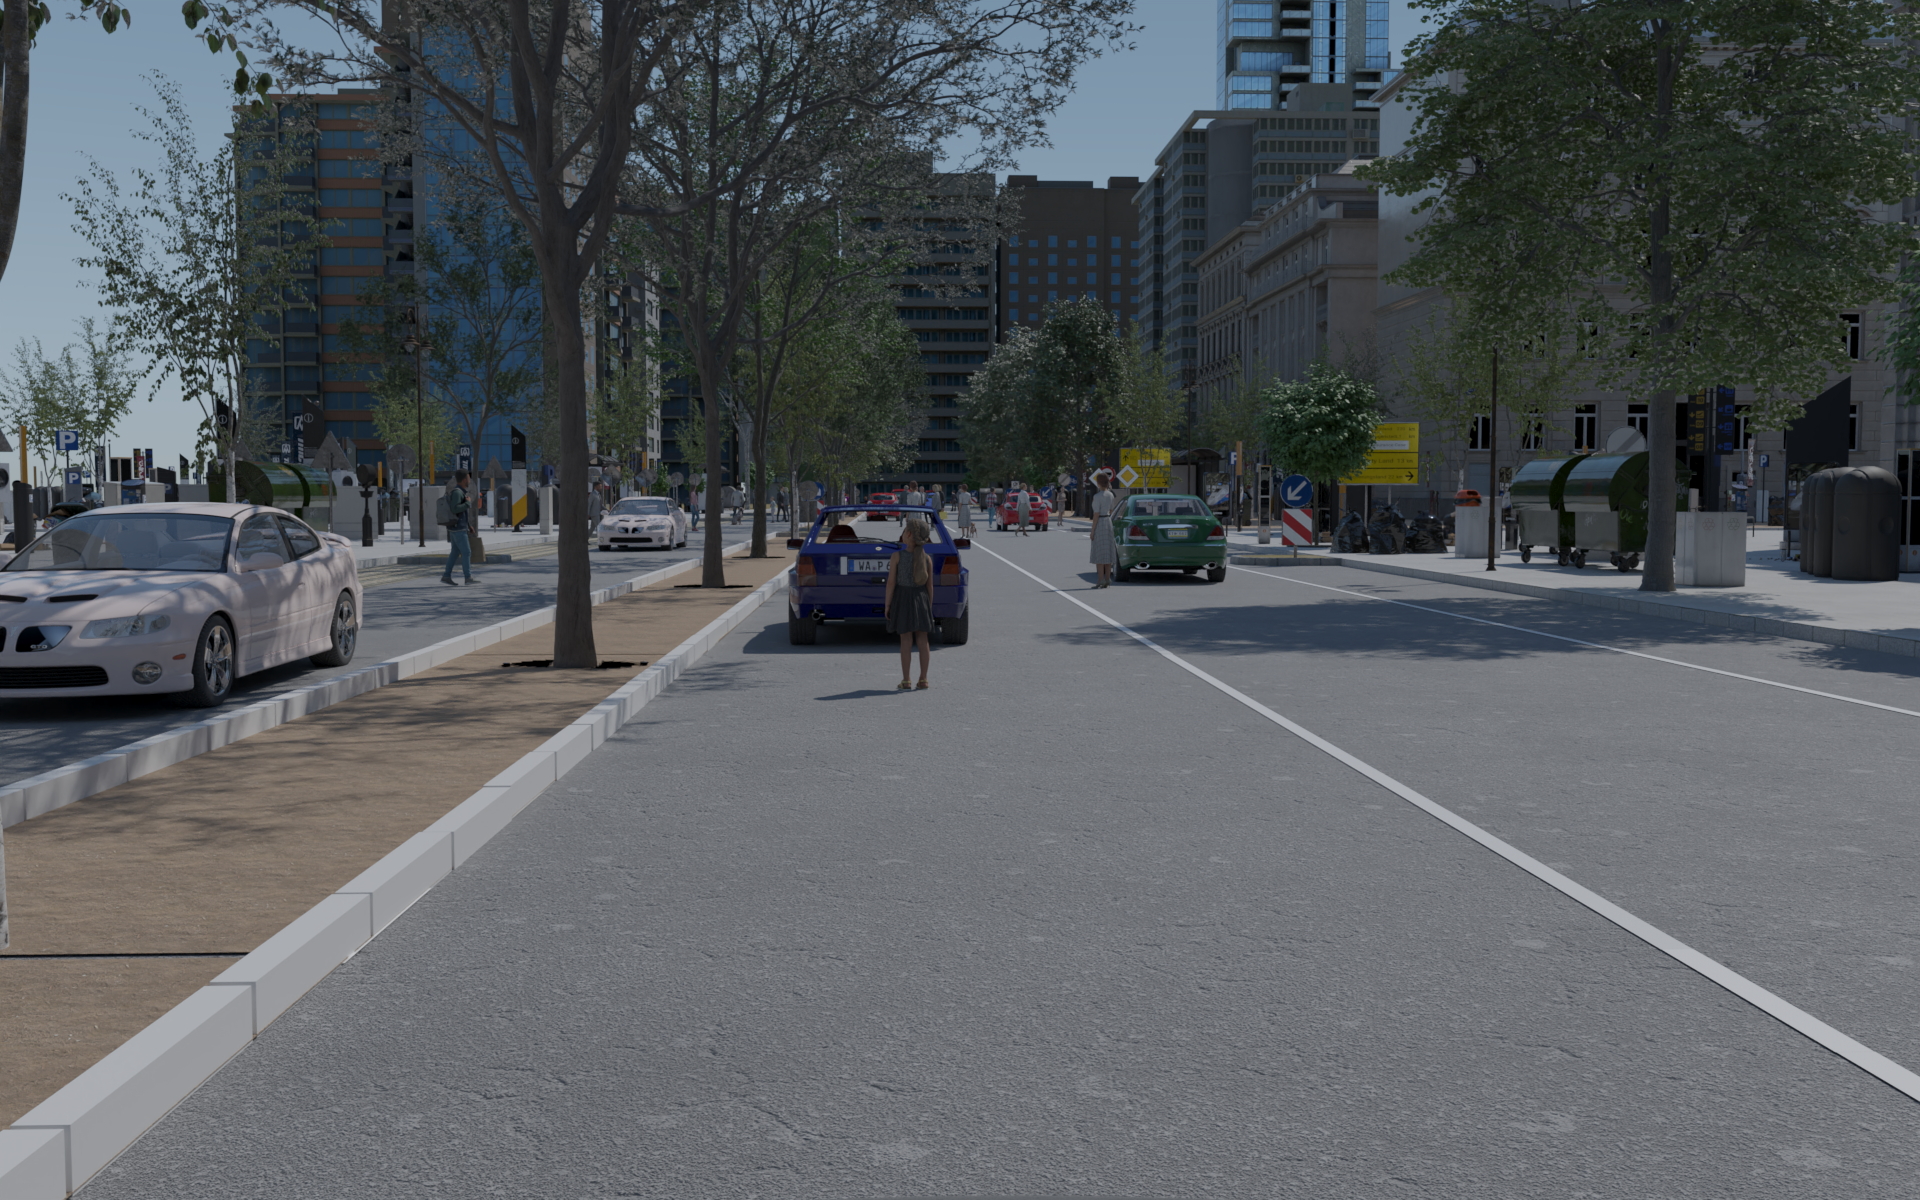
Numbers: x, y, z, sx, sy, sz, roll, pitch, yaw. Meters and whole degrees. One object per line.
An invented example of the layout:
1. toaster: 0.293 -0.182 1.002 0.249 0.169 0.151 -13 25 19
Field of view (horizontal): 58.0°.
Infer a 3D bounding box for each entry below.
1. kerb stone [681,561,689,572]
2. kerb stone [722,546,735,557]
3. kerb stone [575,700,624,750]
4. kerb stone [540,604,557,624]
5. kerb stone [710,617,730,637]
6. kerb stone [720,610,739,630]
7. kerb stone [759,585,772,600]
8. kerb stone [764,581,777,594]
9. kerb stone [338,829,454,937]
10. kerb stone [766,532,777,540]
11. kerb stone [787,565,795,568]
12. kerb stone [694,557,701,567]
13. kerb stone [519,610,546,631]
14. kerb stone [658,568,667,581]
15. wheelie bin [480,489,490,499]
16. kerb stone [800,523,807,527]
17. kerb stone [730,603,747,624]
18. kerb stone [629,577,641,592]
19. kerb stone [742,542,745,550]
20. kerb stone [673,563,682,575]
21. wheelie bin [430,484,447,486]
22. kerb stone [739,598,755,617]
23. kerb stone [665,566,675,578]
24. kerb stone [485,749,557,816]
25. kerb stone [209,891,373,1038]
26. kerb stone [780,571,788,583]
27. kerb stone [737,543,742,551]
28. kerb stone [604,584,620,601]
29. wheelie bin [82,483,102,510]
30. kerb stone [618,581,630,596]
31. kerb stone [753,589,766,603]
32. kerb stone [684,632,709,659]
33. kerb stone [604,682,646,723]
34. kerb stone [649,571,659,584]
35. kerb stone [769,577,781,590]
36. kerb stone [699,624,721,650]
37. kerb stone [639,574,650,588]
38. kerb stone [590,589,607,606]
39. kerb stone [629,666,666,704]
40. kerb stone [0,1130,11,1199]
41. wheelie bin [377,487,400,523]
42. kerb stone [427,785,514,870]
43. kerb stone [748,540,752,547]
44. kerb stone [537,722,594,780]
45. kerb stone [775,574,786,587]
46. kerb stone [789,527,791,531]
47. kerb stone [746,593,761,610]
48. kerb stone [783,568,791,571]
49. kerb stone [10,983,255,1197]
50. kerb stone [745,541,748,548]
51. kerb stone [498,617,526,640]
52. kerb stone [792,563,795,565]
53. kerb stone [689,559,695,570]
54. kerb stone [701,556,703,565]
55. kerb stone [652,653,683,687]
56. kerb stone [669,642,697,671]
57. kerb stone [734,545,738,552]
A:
1. kerb stone: -5.108 -0.575 31.591 0.120 0.150 1.000 0 4 -2
2. kerb stone: -5.478 -1.139 40.814 0.120 0.150 1.000 0 4 -2
3. kerb stone: -2.128 0.736 10.169 0.120 0.150 1.000 0 4 -2
4. kerb stone: -4.608 0.176 19.320 0.120 0.150 1.000 0 4 -2
5. kerb stone: -2.433 0.305 17.328 0.120 0.150 1.000 0 4 -2
6. kerb stone: -2.471 0.238 18.357 0.120 0.150 1.000 0 4 -2
7. kerb stone: -2.676 -0.074 23.486 0.120 0.150 1.000 0 4 -2
8. kerb stone: -2.723 -0.140 24.507 0.120 0.150 1.000 0 4 -2
9. kerb stone: -1.972 0.986 6.078 0.120 0.150 1.000 0 4 -2
10. kerb stone: -6.107 -2.076 56.162 0.120 0.150 1.000 0 4 -2
11. kerb stone: -2.933 -0.453 29.621 0.120 0.150 1.000 0 4 -2
12. kerb stone: -5.194 -0.698 33.644 0.120 0.150 1.000 0 4 -2
13. kerb stone: -4.565 0.238 18.299 0.120 0.150 1.000 0 4 -2
14. kerb stone: -4.992 -0.387 28.522 0.120 0.150 1.000 0 4 -2
15. wheelie bin: -31.184 -6.472 113.728 0.980 1.594 0.693 0 4 2
16. kerb stone: -6.965 -3.366 77.235 0.120 0.150 1.000 0 4 -2
17. kerb stone: -2.509 0.174 19.381 0.120 0.150 1.000 0 4 -2
18. kerb stone: -4.864 -0.194 25.455 0.120 0.150 1.000 0 4 -2
19. kerb stone: -5.606 -1.326 43.888 0.120 0.150 1.000 0 4 -2
20. kerb stone: -5.066 -0.512 30.565 0.120 0.150 1.000 0 4 -2
21. wheelie bin: -16.230 -2.821 54.039 0.980 1.594 0.693 1 4 12
22. kerb stone: -2.551 0.109 20.407 0.120 0.150 1.000 0 4 -2
23. kerb stone: -5.022 -0.449 29.544 0.120 0.150 1.000 0 4 -2
24. kerb stone: -2.057 0.861 8.120 0.120 0.150 1.000 0 4 -2
25. kerb stone: -1.933 1.048 5.057 0.120 0.150 1.000 0 4 -2
26. kerb stone: -2.835 -0.326 27.572 0.120 0.150 1.000 0 4 -2
27. kerb stone: -5.571 -1.261 42.867 0.120 0.150 1.000 0 4 -2
28. kerb stone: -4.772 -0.074 23.406 0.120 0.150 1.000 0 4 -2
29. wheelie bin: -25.876 -2.644 51.131 0.980 1.594 0.693 -2 4 -26
30. kerb stone: -4.824 -0.134 24.430 0.120 0.150 1.000 0 4 -2
31. kerb stone: -2.641 -0.011 22.457 0.120 0.150 1.000 0 4 -2
32. kerb stone: -2.345 0.423 15.277 0.120 0.150 1.000 0 4 -2
33. kerb stone: -2.175 0.673 11.192 0.120 0.150 1.000 0 4 -2
34. kerb stone: -4.946 -0.324 27.501 0.120 0.150 1.000 0 4 -2
35. kerb stone: -2.764 -0.204 25.528 0.120 0.150 1.000 0 4 -2
36. kerb stone: -2.382 0.361 16.298 0.120 0.150 1.000 0 4 -2
37. kerb stone: -4.906 -0.262 26.480 0.120 0.150 1.000 0 4 -2
38. kerb stone: -4.735 -0.012 22.385 0.120 0.150 1.000 0 4 -2
39. kerb stone: -2.219 0.611 12.213 0.120 0.150 1.000 0 4 -2
40. kerb stone: -1.850 1.174 3.002 0.120 0.150 1.000 0 4 -2
41. wheelie bin: -25.892 -4.349 79.014 0.693 1.594 0.980 0 4 7
42. kerb stone: -2.008 0.927 7.100 0.120 0.150 1.000 0 4 -2
43. kerb stone: -5.690 -1.452 45.931 0.120 0.150 1.000 0 4 -2
44. kerb stone: -2.094 0.801 9.148 0.120 0.150 1.000 0 4 -2
45. kerb stone: -2.797 -0.265 26.549 0.120 0.150 1.000 0 4 -2
46. kerb stone: -6.629 -2.865 69.031 0.120 0.150 1.000 0 4 -2
47. kerb stone: -2.596 0.049 21.436 0.120 0.150 1.000 0 4 -2
48. kerb stone: -2.887 -0.389 28.593 0.120 0.150 1.000 0 4 -2
49. kerb stone: -1.889 1.111 4.023 0.120 0.150 1.000 0 4 -2
50. kerb stone: -5.655 -1.389 44.909 0.120 0.150 1.000 0 4 -2
51. kerb stone: -4.524 0.301 17.277 0.120 0.150 1.000 0 4 -2
52. kerb stone: -2.977 -0.513 30.642 0.120 0.150 1.000 0 4 -2
53. kerb stone: -5.154 -0.637 32.612 0.120 0.150 1.000 0 4 -2
54. kerb stone: -5.241 -0.760 34.665 0.120 0.150 1.000 0 4 -2
55. kerb stone: -2.259 0.549 13.234 0.120 0.150 1.000 0 4 -2
56. kerb stone: -2.305 0.488 14.255 0.120 0.150 1.000 0 4 -2
57. kerb stone: -5.525 -1.201 41.834 0.120 0.150 1.000 0 4 -2
